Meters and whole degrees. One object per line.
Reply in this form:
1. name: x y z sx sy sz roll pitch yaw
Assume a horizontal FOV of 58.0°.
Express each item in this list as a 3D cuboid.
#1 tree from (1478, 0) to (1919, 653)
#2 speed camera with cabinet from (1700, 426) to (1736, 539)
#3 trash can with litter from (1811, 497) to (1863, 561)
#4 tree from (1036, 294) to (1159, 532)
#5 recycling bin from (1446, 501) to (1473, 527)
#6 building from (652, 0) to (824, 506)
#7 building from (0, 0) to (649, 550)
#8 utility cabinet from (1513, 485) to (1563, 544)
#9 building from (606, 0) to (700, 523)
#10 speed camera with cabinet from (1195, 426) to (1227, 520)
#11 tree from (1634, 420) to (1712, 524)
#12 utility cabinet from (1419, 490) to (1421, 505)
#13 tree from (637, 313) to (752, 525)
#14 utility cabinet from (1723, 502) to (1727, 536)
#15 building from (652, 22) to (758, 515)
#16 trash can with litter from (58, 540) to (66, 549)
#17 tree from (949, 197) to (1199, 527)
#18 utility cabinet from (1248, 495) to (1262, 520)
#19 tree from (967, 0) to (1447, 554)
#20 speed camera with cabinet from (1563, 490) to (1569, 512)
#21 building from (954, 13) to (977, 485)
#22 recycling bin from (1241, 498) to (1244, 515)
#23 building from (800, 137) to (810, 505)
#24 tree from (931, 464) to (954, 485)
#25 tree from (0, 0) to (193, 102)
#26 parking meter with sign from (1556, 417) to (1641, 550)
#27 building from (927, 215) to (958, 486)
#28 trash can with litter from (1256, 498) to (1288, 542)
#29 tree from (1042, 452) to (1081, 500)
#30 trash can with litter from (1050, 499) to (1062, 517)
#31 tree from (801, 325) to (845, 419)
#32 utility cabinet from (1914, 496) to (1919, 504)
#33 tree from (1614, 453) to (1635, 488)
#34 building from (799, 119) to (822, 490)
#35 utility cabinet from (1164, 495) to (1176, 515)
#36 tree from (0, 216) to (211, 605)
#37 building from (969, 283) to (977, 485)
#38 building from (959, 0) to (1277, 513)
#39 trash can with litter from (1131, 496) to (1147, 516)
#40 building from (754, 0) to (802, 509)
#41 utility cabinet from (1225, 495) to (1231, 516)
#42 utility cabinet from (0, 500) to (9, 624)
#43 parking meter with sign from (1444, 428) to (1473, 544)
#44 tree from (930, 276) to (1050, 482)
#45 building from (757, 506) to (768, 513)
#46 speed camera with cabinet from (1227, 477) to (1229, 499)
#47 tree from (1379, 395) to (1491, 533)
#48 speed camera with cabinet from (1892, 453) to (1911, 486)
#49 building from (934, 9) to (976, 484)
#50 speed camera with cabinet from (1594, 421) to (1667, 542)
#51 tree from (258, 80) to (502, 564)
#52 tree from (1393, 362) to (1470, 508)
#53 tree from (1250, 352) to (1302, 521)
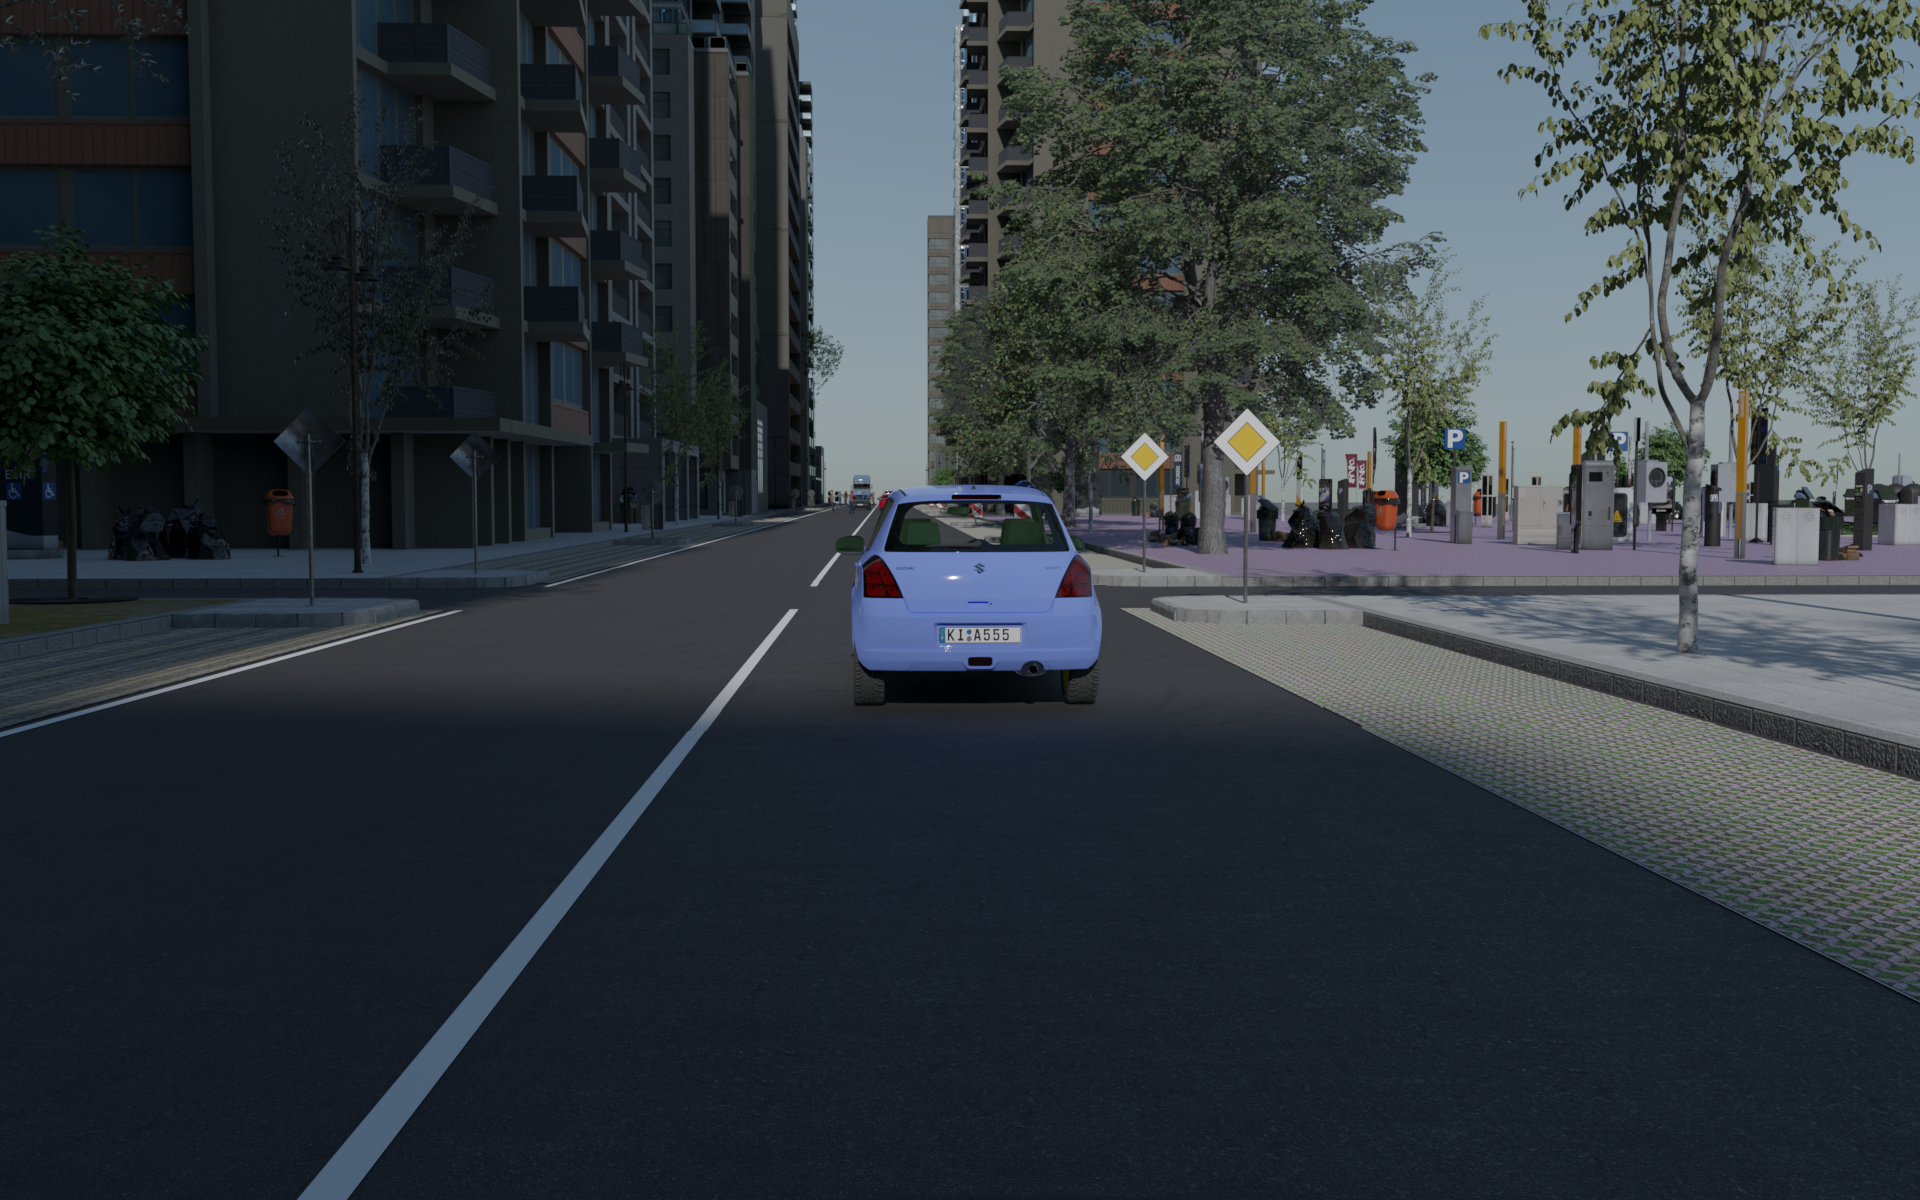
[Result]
1. tree: 6.093 -3.889 13.951 4.737 8.622 4.395 0 3 0
2. speed camera with cabinet: 22.144 -3.452 50.781 0.660 3.252 2.038 0 4 5
3. trash can with litter: 16.943 -1.357 33.579 1.055 1.170 0.624 -1 4 -22
4. tree: 4.457 -6.588 58.078 4.360 8.622 3.978 0 3 0
5. recycling bin: 19.297 -3.326 66.931 0.722 1.027 0.722 -2 4 -25
6. building: -30.315 -56.950 243.796 22.319 86.520 31.000 0 4 -2
7. building: -21.643 -24.284 51.675 22.147 44.769 28.867 0 4 -2
8. utility cabinet: 14.597 -2.144 43.732 1.173 1.500 0.318 0 4 -6
9. building: -23.630 -39.464 83.492 20.563 71.187 20.611 0 4 -2
10. speed camera with cabinet: 7.214 -3.403 49.979 0.660 3.252 2.038 0 4 5
11. tree: 30.748 -5.578 74.918 4.285 4.588 4.351 0 3 0
12. utility cabinet: 22.418 -4.754 86.411 0.318 1.500 1.173 -3 4 -38
13. tree: -11.563 -7.417 71.624 4.737 8.622 4.395 0 3 0
14. utility cabinet: 22.986 -2.568 53.142 0.306 1.237 1.020 -2 4 -30
15. building: -20.551 -20.694 110.050 14.160 30.474 14.107 0 4 -2
16. trash can with litter: -19.668 -1.569 37.043 1.055 1.170 0.624 -2 4 -32
17. tree: 4.352 -9.190 67.272 9.611 12.733 9.660 0 3 0
18. utility cabinet: 14.654 -4.619 86.676 1.020 1.237 0.306 -2 4 -35
19. tree: 5.314 -7.960 36.805 9.857 13.997 8.962 0 3 0
20. speed camera with cabinet: 27.119 -4.968 75.560 0.660 3.252 2.038 -1 4 -15
21. building: 10.033 -44.628 167.915 20.563 71.187 20.611 0 4 -2
22. recycling bin: 17.391 -5.600 104.115 0.722 1.027 0.722 3 5 42
23. building: -24.158 -31.125 192.492 14.154 41.232 14.086 0 4 -2
24. tree: -1.524 -12.683 191.077 4.285 4.588 4.351 0 3 0
25. tree: -10.249 -6.147 10.878 12.009 13.543 11.850 0 3 0
26. parking meter with sign: 14.597 -2.655 39.664 1.738 3.016 0.543 1 4 15
27. building: 2.153 -34.995 255.766 14.154 41.232 14.086 0 4 -2
28. trash can with litter: 8.528 -2.168 46.838 0.624 1.170 1.055 -3 5 -39
29. tree: 4.706 -5.080 77.659 1.663 3.219 1.824 0 3 0
30. trash can with litter: 4.638 -4.510 85.118 1.055 1.170 0.624 1 4 18
31. tree: -18.782 -19.720 178.308 12.611 20.169 13.585 0 3 0
32. utility cabinet: 33.917 -3.068 61.325 0.306 1.237 1.020 2 4 30
33. tree: 30.290 -5.193 79.511 1.663 3.219 1.824 0 3 0
34. building: -29.471 -36.371 214.277 23.786 49.044 30.456 0 4 -2
35. utility cabinet: 11.942 -5.383 99.167 1.020 1.237 0.306 2 4 35
36. tree: -10.712 -2.255 20.585 4.285 4.588 4.351 0 3 0
37. building: 7.669 -23.232 151.550 14.160 30.474 14.107 0 4 -2
38. building: 11.229 -29.063 129.798 22.147 44.769 28.867 0 4 -2
39. trash can with litter: 10.543 -5.508 101.444 1.055 1.170 0.624 0 4 -2
40. building: -25.838 -32.719 158.653 21.300 48.544 21.600 0 4 -2
41. utility cabinet: 15.556 -5.602 102.761 1.020 1.237 0.306 -2 4 -24
42. utility cabinet: -9.842 -0.382 17.410 0.306 1.237 1.020 -3 5 -39
43. parking meter with sign: 13.067 -2.996 45.238 0.543 3.016 1.738 0 4 5
44. tree: 3.597 -10.880 88.265 12.009 13.543 11.850 0 3 0
45. building: -25.711 -50.064 131.224 22.319 86.520 31.000 0 4 -2
46. speed camera with cabinet: 12.777 -5.712 87.732 2.038 3.252 0.660 -3 5 -42
47. tree: 15.623 -4.513 57.502 4.285 4.588 4.351 0 3 0
48. speed camera with cabinet: 45.637 -5.417 82.910 0.660 3.252 2.038 -1 4 -15
49. building: 8.051 -56.235 232.113 22.319 86.520 31.000 0 4 -2
50. speed camera with cabinet: 18.085 -3.210 46.820 2.038 3.252 0.660 -1 4 -17
51. tree: -10.818 -4.990 31.957 4.360 8.622 3.978 0 3 0
52. tree: 25.515 -8.844 94.959 4.360 8.622 3.978 0 3 0
53. tree: 15.443 -8.041 81.830 4.737 8.622 4.395 0 3 0
